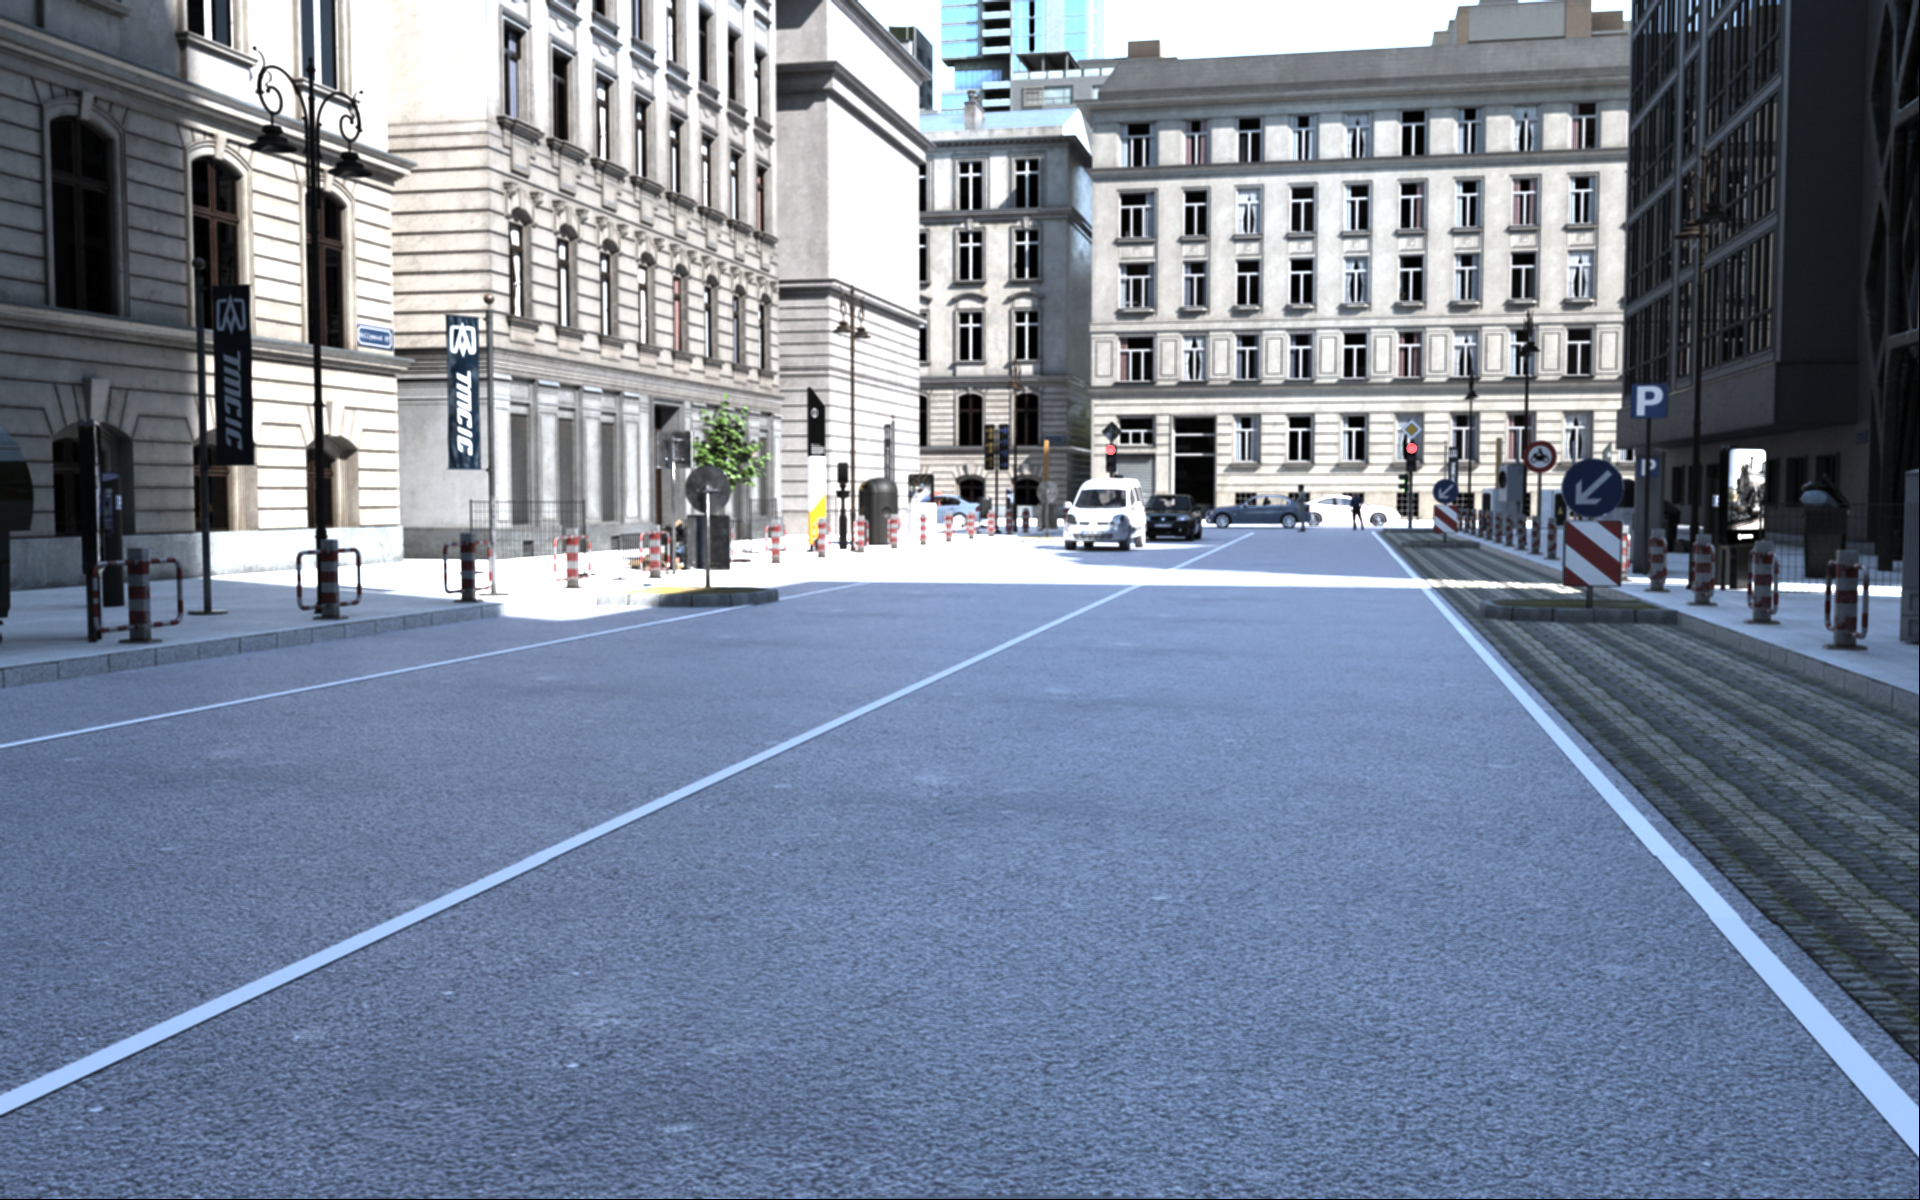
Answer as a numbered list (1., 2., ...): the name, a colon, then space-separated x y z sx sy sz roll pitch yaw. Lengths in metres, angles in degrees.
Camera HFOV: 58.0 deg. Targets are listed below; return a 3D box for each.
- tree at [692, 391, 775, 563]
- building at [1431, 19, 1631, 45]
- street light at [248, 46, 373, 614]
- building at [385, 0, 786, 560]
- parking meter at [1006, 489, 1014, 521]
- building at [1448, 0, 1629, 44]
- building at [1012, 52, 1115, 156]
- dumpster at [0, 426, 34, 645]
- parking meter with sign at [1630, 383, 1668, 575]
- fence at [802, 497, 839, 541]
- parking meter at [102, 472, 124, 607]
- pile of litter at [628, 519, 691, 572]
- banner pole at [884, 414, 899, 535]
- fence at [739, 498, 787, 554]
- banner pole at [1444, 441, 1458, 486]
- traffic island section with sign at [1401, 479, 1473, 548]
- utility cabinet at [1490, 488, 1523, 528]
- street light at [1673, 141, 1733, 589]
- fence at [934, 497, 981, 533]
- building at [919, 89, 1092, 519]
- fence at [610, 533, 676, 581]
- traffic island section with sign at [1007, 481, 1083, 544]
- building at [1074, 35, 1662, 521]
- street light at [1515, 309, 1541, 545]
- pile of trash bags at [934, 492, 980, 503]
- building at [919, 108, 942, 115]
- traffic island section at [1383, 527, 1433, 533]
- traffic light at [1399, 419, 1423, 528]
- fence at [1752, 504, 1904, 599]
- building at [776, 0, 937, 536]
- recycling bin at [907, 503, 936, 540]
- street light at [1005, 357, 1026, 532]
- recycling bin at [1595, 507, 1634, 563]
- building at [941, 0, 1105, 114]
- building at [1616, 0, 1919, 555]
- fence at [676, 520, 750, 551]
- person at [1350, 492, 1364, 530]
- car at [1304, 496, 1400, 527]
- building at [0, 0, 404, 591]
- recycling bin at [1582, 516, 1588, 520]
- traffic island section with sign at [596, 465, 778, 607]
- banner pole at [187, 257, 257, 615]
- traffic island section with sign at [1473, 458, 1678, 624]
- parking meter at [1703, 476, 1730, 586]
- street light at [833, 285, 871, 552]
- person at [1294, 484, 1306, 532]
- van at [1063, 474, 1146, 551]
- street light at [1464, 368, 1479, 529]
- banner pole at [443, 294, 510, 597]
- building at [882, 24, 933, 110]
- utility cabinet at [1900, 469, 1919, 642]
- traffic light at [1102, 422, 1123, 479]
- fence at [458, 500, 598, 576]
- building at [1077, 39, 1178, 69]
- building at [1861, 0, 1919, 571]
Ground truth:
1. tree: -4.326 -2.332 32.727 1.663 3.219 1.824 0 3 0
2. building: 57.396 -33.593 172.951 21.300 48.544 21.600 1 4 12
3. street light: -6.867 -2.796 18.495 0.468 5.910 1.993 1 4 12
4. building: -11.664 -11.835 42.650 9.793 20.994 18.267 1 4 12
5. parking meter: 2.422 -4.610 83.781 0.372 1.533 0.369 0 3 0
6. building: 51.122 -30.937 155.929 14.600 45.320 14.200 1 4 12
7. building: 12.777 -29.290 162.483 14.154 41.232 14.086 1 4 12
8. dumpster: -8.470 -0.663 13.338 1.502 2.255 1.985 1 4 12
9. parking meter with sign: 11.231 -1.949 28.130 0.543 3.016 1.738 2 4 26
10. fence: -3.766 -2.251 47.999 0.480 1.192 2.264 1 4 15
11. parking meter: -9.775 -0.696 19.785 0.372 1.533 0.369 0 3 0
12. pile of litter: -5.084 -0.944 29.400 1.176 0.858 1.719 0 4 6
13. banner pole: -2.205 -3.953 54.650 0.401 3.779 0.863 -2 4 -29
14. fence: -4.336 -1.656 38.284 0.480 1.192 2.264 1 4 9
15. banner pole: 22.967 -5.577 81.204 0.863 3.779 0.401 3 5 40
16. traffic island section with sign: 12.902 -2.321 46.581 1.989 1.847 2.006 1 4 12
17. utility cabinet: 20.147 -3.379 63.923 1.173 1.500 0.318 1 4 18
18. street light: 9.887 -3.082 23.186 0.468 5.910 1.993 1 4 12
19. fence: -0.454 -2.779 56.640 2.264 1.192 0.480 0 4 3
20. building: -9.877 -17.042 97.714 34.723 24.649 14.460 1 4 12
21. fence: -4.860 -0.690 26.653 0.278 0.683 2.069 1 4 11
22. traffic island section with sign: 2.530 -2.563 50.537 1.989 1.847 2.006 1 4 12
23. building: 22.010 -15.749 90.782 30.059 22.955 16.112 1 4 12
24. street light: 14.240 -4.329 43.568 0.468 5.910 1.993 1 4 12
25. pile of trash bags: -0.147 -4.740 87.245 3.447 1.369 1.912 3 5 43
26. building: -12.940 -36.548 217.161 30.456 49.044 23.786 1 4 12
27. traffic island section: 16.878 -2.604 64.863 2.009 0.180 2.903 1 4 12
28. traffic light: 16.841 -4.638 64.757 0.839 4.253 0.868 1 4 12
29. fence: 10.858 -0.601 21.022 2.264 1.192 0.480 1 4 20
30. building: -14.029 -13.402 60.920 24.055 21.916 13.314 1 4 12
31. recycling bin: -1.091 -2.230 49.010 0.722 1.027 0.722 -1 4 -12
32. street light: 1.871 -5.238 58.436 0.468 5.910 1.993 1 4 12
33. recycling bin: 12.430 -1.225 32.583 0.722 1.027 0.722 2 4 30
34. building: 9.773 -57.892 259.207 31.000 86.520 22.319 1 4 12
35. building: 26.841 -15.431 45.797 14.314 27.812 24.014 1 4 12
36. fence: -5.705 -1.472 39.449 2.069 0.683 0.278 2 4 31
37. person: 15.920 -3.553 69.280 0.574 1.496 0.600 2 4 27
38. car: 17.241 -3.993 77.644 4.827 1.381 2.083 1 4 12
39. building: -19.055 -12.059 16.241 14.460 24.649 34.723 1 4 12
40. recycling bin: 15.787 -1.853 42.848 0.722 1.027 0.722 1 4 22
41. traffic island section with sign: -3.500 -0.874 22.919 1.989 1.847 2.006 1 4 12
42. banner pole: -7.835 -1.734 18.375 0.863 3.779 0.401 1 4 16
43. traffic island section with sign: 7.104 -0.700 20.078 1.989 1.847 2.006 1 4 12
44. parking meter: 10.646 -0.974 24.340 0.372 1.533 0.369 0 3 0
45. street light: -2.381 -4.015 38.440 0.468 5.910 1.993 1 4 12
46. person: 13.010 -3.526 66.339 0.466 1.800 0.511 0 4 1
47. van: 3.823 -2.344 45.329 2.013 2.044 4.112 1 4 14
48. street light: 18.823 -5.572 63.896 0.468 5.910 1.993 1 4 12
49. banner pole: -6.035 -1.931 21.583 0.401 3.779 0.863 3 5 40
50. building: -16.305 -50.484 263.671 20.611 71.187 20.563 1 4 12
51. utility cabinet: 8.544 -0.353 14.458 0.318 1.500 1.173 -3 5 -40
52. traffic light: 5.884 -4.783 67.127 0.839 4.253 0.868 1 4 12
53. fence: -6.859 -0.994 27.448 2.264 1.192 0.480 1 4 20
54. building: 15.696 -32.175 176.171 14.600 45.320 14.200 1 4 12
55. building: 23.060 -9.682 25.754 16.820 18.784 16.811 1 4 12
